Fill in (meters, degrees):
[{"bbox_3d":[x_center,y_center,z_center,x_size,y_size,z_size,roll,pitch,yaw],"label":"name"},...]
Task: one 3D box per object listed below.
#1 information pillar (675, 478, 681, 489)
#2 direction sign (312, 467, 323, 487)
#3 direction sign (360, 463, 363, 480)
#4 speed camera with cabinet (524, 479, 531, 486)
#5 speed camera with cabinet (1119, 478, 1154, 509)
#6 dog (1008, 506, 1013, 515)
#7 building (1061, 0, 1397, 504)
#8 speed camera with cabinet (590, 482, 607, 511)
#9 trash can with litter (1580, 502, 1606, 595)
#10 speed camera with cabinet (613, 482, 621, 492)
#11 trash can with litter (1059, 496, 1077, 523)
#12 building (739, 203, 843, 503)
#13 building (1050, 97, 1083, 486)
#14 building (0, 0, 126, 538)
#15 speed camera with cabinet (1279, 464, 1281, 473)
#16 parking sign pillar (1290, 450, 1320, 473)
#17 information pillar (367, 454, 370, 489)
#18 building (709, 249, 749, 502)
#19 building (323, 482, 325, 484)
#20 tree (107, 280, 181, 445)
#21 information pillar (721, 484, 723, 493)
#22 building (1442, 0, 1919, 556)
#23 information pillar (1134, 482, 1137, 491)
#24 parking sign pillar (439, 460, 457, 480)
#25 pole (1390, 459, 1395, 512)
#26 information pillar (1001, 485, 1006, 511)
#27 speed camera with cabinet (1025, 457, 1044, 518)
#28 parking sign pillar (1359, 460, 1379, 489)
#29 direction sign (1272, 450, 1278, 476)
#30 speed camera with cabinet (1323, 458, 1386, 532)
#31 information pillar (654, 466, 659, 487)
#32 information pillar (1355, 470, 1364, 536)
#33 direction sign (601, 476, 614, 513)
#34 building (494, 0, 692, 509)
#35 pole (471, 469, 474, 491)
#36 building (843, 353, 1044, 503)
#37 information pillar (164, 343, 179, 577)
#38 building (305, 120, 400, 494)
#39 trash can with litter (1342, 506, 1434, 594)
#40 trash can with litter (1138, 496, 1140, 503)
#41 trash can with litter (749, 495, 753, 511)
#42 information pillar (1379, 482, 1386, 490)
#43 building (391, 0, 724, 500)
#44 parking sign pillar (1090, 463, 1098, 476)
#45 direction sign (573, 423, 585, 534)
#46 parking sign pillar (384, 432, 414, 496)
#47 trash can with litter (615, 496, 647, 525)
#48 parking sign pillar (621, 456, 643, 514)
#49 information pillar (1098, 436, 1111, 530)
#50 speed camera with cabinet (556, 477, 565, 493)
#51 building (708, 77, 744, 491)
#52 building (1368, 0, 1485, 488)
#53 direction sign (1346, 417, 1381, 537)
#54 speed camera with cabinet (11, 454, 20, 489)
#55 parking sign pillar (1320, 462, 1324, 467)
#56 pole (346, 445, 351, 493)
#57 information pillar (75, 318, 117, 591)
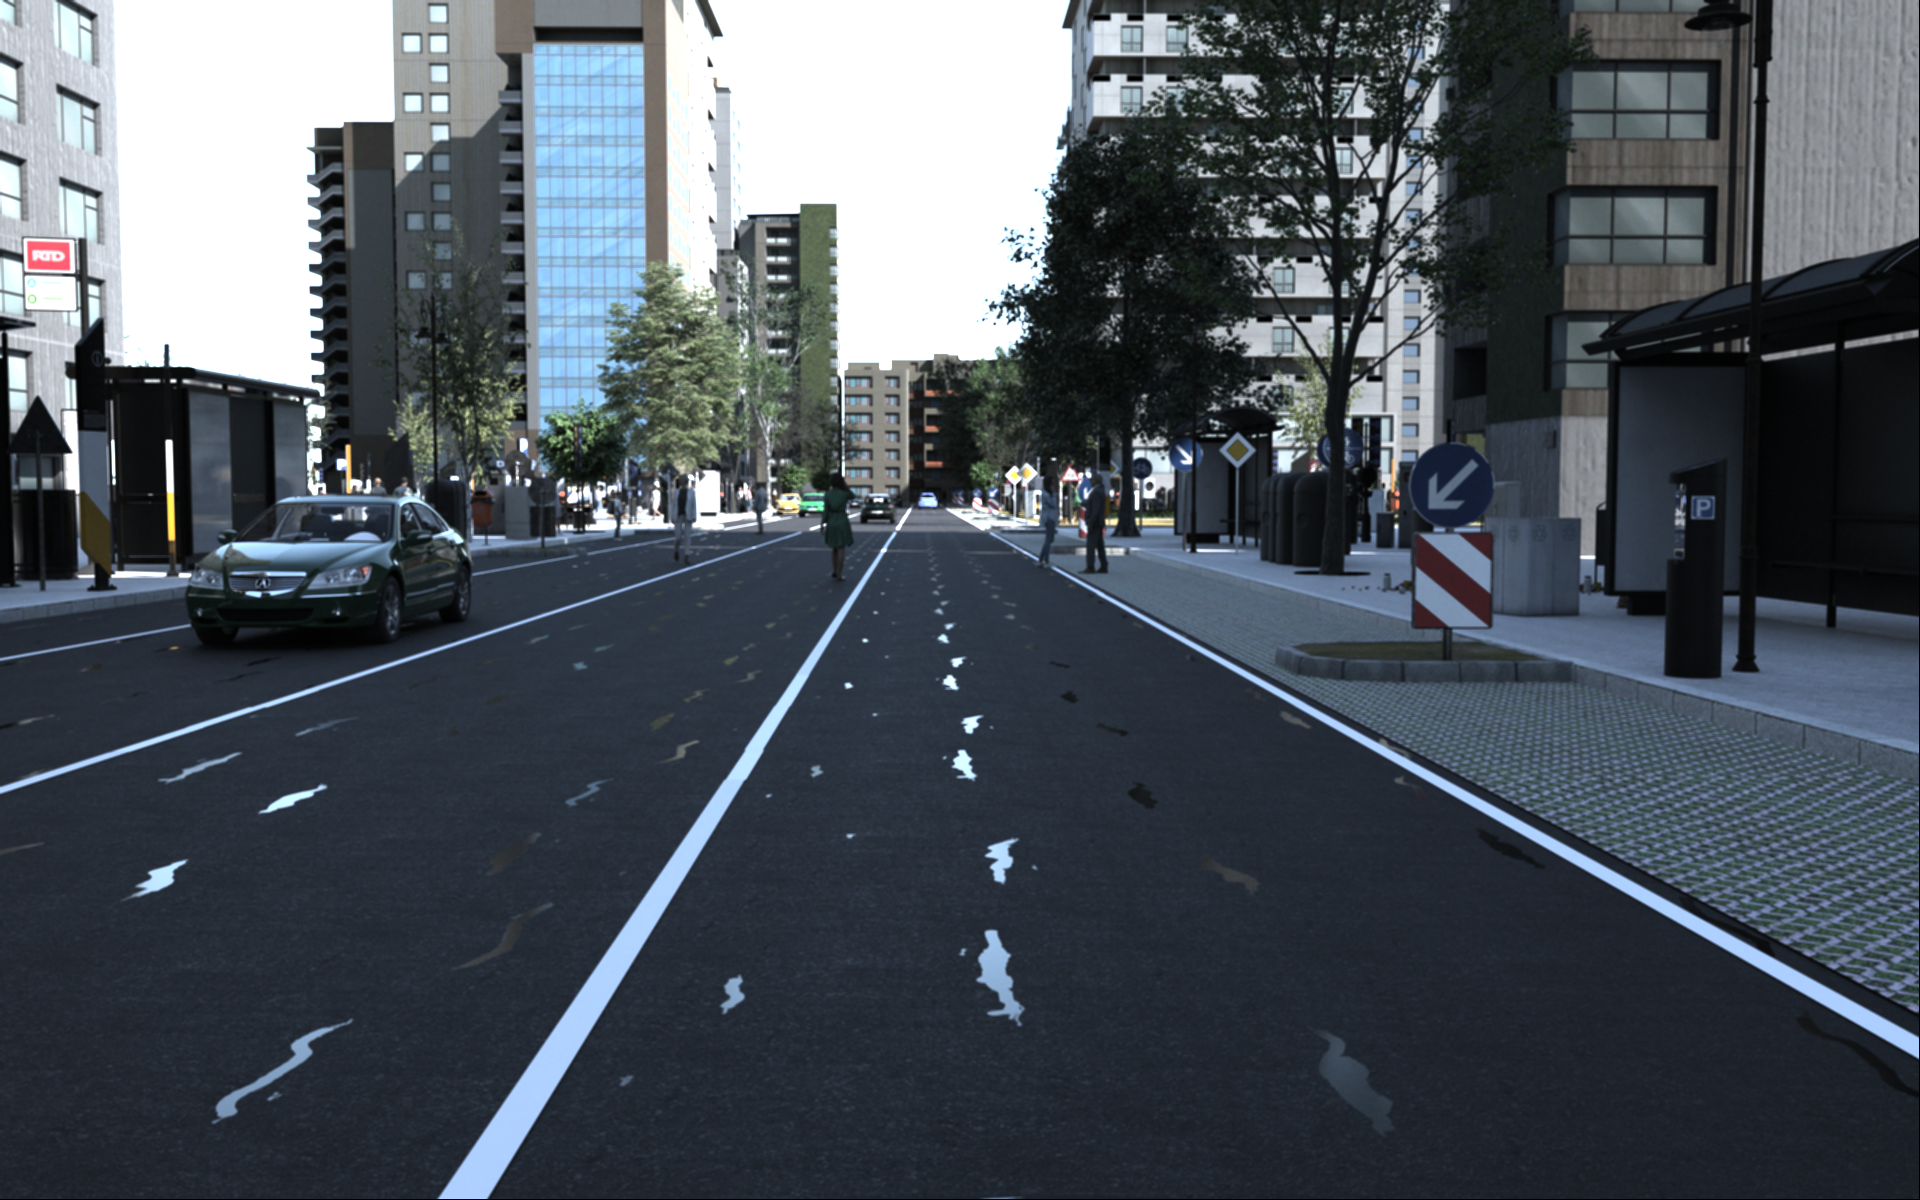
[{"bbox_3d":[-12.572,-4.468,77.539,0.304,2.012,0.304,1,4,13],"label":"information pillar"},{"bbox_3d":[-53.898,-9.379,145.346,0.876,3.537,0.379,-2,4,-29],"label":"direction sign"},{"bbox_3d":[-43.076,-8.120,124.758,0.379,3.537,0.876,0,4,-7],"label":"direction sign"},{"bbox_3d":[-25.851,-6.664,103.297,0.660,3.252,2.038,-1,4,-17],"label":"speed camera with cabinet"},{"bbox_3d":[9.976,-6.325,97.756,2.038,3.252,0.660,-2,4,-26],"label":"speed camera with cabinet"},{"bbox_3d":[3.144,-5.600,108.393,0.406,0.507,0.540,-1,4,-19],"label":"dog"},{"bbox_3d":[25.229,-35.433,168.561,28.713,52.752,27.495,0,4,-1],"label":"building"},{"bbox_3d":[-27.891,-8.354,130.923,2.038,3.252,0.660,-2,4,-24],"label":"speed camera with cabinet"},{"bbox_3d":[8.978,-0.703,22.550,2.233,1.210,1.678,1,4,14],"label":"trash can with litter"},{"bbox_3d":[-28.208,-8.925,140.257,2.038,3.252,0.660,2,4,26],"label":"speed camera with cabinet"},{"bbox_3d":[4.720,-4.002,76.483,1.678,1.210,2.233,0,4,3],"label":"trash can with litter"},{"bbox_3d":[-23.801,-34.329,244.879,14.086,41.232,14.154,0,4,-1],"label":"building"},{"bbox_3d":[22.523,-35.379,198.049,23.786,49.044,30.456,0,4,-1],"label":"building"},{"bbox_3d":[-31.585,-22.180,46.234,14.086,41.232,14.154,0,4,-1],"label":"building"},{"bbox_3d":[21.984,-7.411,115.509,2.038,3.252,0.660,0,4,2],"label":"speed camera with cabinet"},{"bbox_3d":[19.874,-6.868,100.771,1.447,3.967,1.447,0,4,-5],"label":"parking sign pillar"},{"bbox_3d":[-34.416,-6.695,100.814,0.183,3.616,0.504,0,4,-6],"label":"information pillar"},{"bbox_3d":[-32.376,-26.517,205.255,14.107,30.474,14.160,0,4,-1],"label":"building"},{"bbox_3d":[-73.977,-36.330,248.623,28.867,44.769,22.147,0,4,-1],"label":"building"},{"bbox_3d":[-29.731,-6.679,59.566,4.360,8.622,3.978,0,3,0],"label":"tree"},{"bbox_3d":[-16.972,-7.222,122.565,0.304,2.012,0.304,-2,4,-33],"label":"information pillar"},{"bbox_3d":[19.163,-16.513,41.684,14.160,30.474,14.107,0,4,-1],"label":"building"},{"bbox_3d":[10.280,-5.990,102.428,0.304,2.012,0.304,3,4,38],"label":"information pillar"},{"bbox_3d":[-38.277,-8.639,129.724,1.447,3.967,1.447,1,4,12],"label":"parking sign pillar"},{"bbox_3d":[25.167,-6.540,100.767,0.158,3.312,0.155,0,3,0],"label":"pole"},{"bbox_3d":[3.362,-7.919,133.963,0.304,2.012,0.304,1,4,18],"label":"information pillar"},{"bbox_3d":[4.081,-5.983,92.159,0.660,3.252,2.038,2,4,24],"label":"speed camera with cabinet"},{"bbox_3d":[27.272,-7.773,115.563,1.447,3.967,1.447,2,4,24],"label":"parking sign pillar"},{"bbox_3d":[15.976,-5.949,89.262,0.876,3.537,0.379,-1,4,-19],"label":"direction sign"},{"bbox_3d":[13.298,-3.920,58.429,2.038,3.252,0.660,1,4,19],"label":"speed camera with cabinet"},{"bbox_3d":[-21.157,-7.919,120.827,0.183,3.616,0.504,2,4,26],"label":"information pillar"},{"bbox_3d":[12.124,-2.924,52.305,0.304,2.012,0.304,3,4,37],"label":"information pillar"},{"bbox_3d":[-24.288,-7.792,119.392,0.876,3.537,0.379,-1,4,-21],"label":"direction sign"},{"bbox_3d":[-31.630,-30.736,152.643,14.600,45.320,14.200,0,4,-1],"label":"building"},{"bbox_3d":[-40.040,-9.074,142.200,0.158,3.312,0.155,0,3,0],"label":"pole"},{"bbox_3d":[-1.984,-24.990,253.622,28.899,21.520,27.650,0,4,-1],"label":"building"},{"bbox_3d":[-12.241,-2.169,26.821,0.183,3.616,0.504,-2,4,-24],"label":"information pillar"},{"bbox_3d":[-67.132,-33.882,204.074,14.200,45.320,14.600,0,4,-1],"label":"building"},{"bbox_3d":[6.063,-0.700,22.508,1.678,1.210,2.233,0,4,-8],"label":"trash can with litter"},{"bbox_3d":[13.217,-7.373,131.605,2.233,1.210,1.678,-1,4,-19],"label":"trash can with litter"},{"bbox_3d":[-15.517,-7.187,128.560,1.678,1.210,2.233,-1,4,-21],"label":"trash can with litter"},{"bbox_3d":[26.289,-6.318,107.794,0.304,2.012,0.304,-1,4,-11],"label":"information pillar"},{"bbox_3d":[-39.090,-35.723,173.304,28.713,52.752,27.495,0,4,-1],"label":"building"},{"bbox_3d":[10.764,-8.972,135.164,1.447,3.967,1.447,2,4,23],"label":"parking sign pillar"},{"bbox_3d":[-12.236,-3.883,55.483,0.379,3.537,0.876,0,4,3],"label":"direction sign"},{"bbox_3d":[-24.634,-5.356,76.049,1.447,3.967,1.447,2,4,23],"label":"parking sign pillar"},{"bbox_3d":[-13.946,-3.762,72.565,1.678,1.210,2.233,1,4,12],"label":"trash can with litter"},{"bbox_3d":[-21.557,-7.646,113.477,1.447,3.967,1.447,1,4,19],"label":"parking sign pillar"},{"bbox_3d":[5.115,-4.301,61.682,0.504,3.616,0.183,-1,4,-21],"label":"information pillar"},{"bbox_3d":[-20.407,-5.728,87.983,0.660,3.252,2.038,-1,4,-23],"label":"speed camera with cabinet"},{"bbox_3d":[-45.416,-43.157,247.618,28.212,58.520,21.231,0,4,-1],"label":"building"},{"bbox_3d":[58.555,-40.446,203.291,28.212,58.520,21.231,0,4,-1],"label":"building"},{"bbox_3d":[12.030,-3.632,51.372,0.876,3.537,0.379,2,4,28],"label":"direction sign"},{"bbox_3d":[-18.731,-2.413,33.792,0.660,3.252,2.038,-2,4,-27],"label":"speed camera with cabinet"},{"bbox_3d":[29.082,-9.243,139.594,1.447,3.967,1.447,0,4,-7],"label":"parking sign pillar"},{"bbox_3d":[-25.344,-4.769,71.821,0.158,3.312,0.155,0,3,0],"label":"pole"},{"bbox_3d":[-11.436,-1.927,22.866,0.183,3.616,0.504,1,4,11],"label":"information pillar"}]
